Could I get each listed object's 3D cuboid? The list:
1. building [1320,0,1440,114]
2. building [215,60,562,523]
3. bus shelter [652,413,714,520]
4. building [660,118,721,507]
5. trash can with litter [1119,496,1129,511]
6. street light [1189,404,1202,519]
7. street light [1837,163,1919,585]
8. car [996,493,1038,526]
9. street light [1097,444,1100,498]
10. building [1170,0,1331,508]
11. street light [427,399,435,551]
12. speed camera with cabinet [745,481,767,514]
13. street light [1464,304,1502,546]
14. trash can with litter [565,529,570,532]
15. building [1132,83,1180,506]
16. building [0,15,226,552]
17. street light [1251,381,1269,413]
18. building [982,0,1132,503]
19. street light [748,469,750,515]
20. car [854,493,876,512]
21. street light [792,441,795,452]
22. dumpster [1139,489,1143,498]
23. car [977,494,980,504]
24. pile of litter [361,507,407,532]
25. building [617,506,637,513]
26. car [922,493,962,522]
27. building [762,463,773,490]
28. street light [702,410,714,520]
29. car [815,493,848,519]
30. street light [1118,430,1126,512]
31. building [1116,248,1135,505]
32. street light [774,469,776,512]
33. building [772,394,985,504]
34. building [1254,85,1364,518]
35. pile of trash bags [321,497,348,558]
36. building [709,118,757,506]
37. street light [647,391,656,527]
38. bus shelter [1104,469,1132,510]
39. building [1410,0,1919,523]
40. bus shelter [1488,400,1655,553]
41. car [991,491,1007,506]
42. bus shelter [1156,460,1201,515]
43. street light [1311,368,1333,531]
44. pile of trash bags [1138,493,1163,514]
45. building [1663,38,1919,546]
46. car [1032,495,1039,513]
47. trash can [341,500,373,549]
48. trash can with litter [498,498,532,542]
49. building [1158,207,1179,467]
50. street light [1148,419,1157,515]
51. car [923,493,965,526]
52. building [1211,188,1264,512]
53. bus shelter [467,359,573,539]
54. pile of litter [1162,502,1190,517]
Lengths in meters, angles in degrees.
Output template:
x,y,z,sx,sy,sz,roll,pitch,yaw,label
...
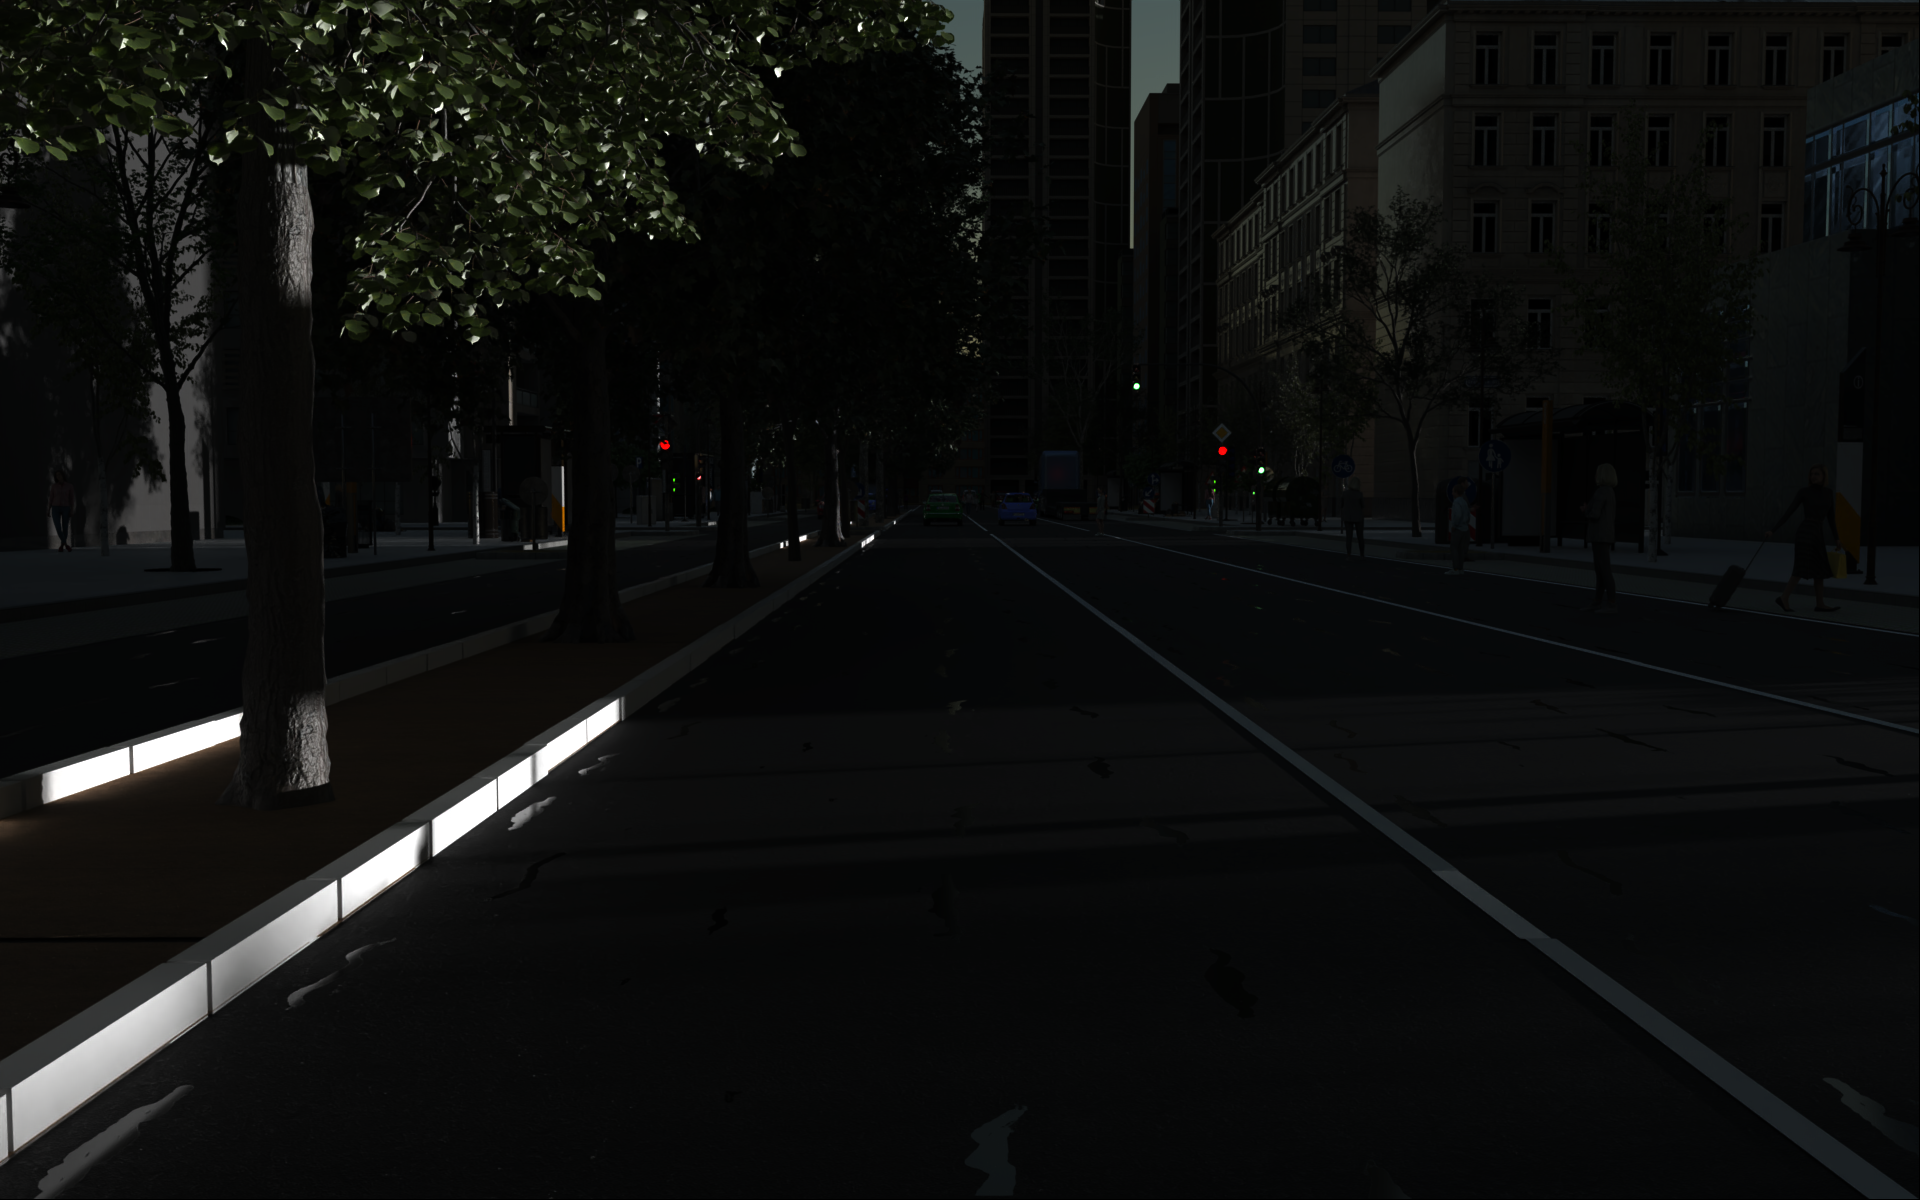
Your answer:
x,y,z,sx,sy,sz,roll,pitch,yaw,label
63.427,-49.293,244.199,20.611,71.187,20.563,0,4,-1,building
-26.597,-24.334,81.453,14.154,41.232,14.086,0,4,-1,building
-14.281,-6.808,88.948,2.179,5.291,8.768,0,4,-1,bus shelter
-34.050,-32.896,157.464,23.786,49.044,30.456,0,4,-1,building
12.165,-7.221,129.448,0.624,1.170,1.055,-1,4,-22,trash can with litter
12.040,-7.091,88.732,0.468,5.910,1.993,0,4,-1,street light
12.918,-3.156,24.394,0.468,5.910,1.993,0,4,-1,street light
2.625,-4.290,79.731,1.945,1.707,3.694,0,4,0,car
11.311,-10.372,142.368,0.468,5.910,1.993,0,4,-1,street light
29.407,-44.021,157.987,20.563,71.187,20.611,0,4,-1,building
-11.984,-4.055,39.083,0.468,5.910,1.993,0,4,-1,street light
-13.679,-7.288,113.489,2.038,3.252,0.660,1,4,16,speed camera with cabinet
12.749,-4.254,42.339,0.468,5.910,1.993,0,4,-1,street light
-13.528,-2.934,59.360,1.055,1.170,0.624,3,4,36,trash can with litter
26.702,-33.033,190.197,14.600,45.320,14.200,0,4,-1,building
-33.197,-15.320,43.992,24.014,27.812,14.314,0,4,-1,building
12.297,-6.008,71.017,0.468,5.910,1.993,0,4,-1,street light
13.538,-49.277,243.933,20.611,71.187,20.563,0,4,-1,building
-12.662,-8.015,103.837,0.468,5.910,1.993,0,4,-1,street light
-7.462,-7.848,137.900,1.945,1.707,3.694,0,4,-2,car
-13.376,-10.182,139.265,0.468,5.910,1.993,0,4,-1,street light
13.468,-7.193,123.359,1.264,1.857,1.865,0,4,-1,dumpster
1.745,-12.150,207.445,1.959,1.807,4.718,0,4,0,car
-19.889,-2.774,59.321,1.719,0.858,1.176,1,4,10,pile of litter
-33.035,-35.088,115.688,21.231,58.520,28.212,0,4,-1,building
-0.931,-5.041,91.459,2.155,1.783,4.494,0,4,-1,car
-39.784,-42.984,244.787,28.212,58.520,21.231,0,4,-1,building
-12.518,-6.932,86.120,0.468,5.910,1.993,0,4,-1,street light
-7.227,-5.549,99.770,2.155,1.783,4.494,0,4,-1,car
11.572,-9.258,124.163,0.468,5.910,1.993,0,4,-1,street light
25.358,-26.487,204.761,14.160,30.474,14.107,0,4,-1,building
-12.992,-9.099,121.551,0.468,5.910,1.993,0,4,-1,street light
-11.262,-24.684,248.626,28.899,21.520,27.650,0,4,-1,building
26.229,-18.840,105.304,12.463,27.353,25.104,0,4,-1,building
-13.154,-1.505,34.355,1.912,1.369,3.447,-1,4,-19,pile of trash bags
-35.970,-37.113,196.034,27.495,52.752,28.713,0,4,-1,building
-12.264,-5.842,68.301,0.468,5.910,1.993,0,4,-1,street light
12.957,-8.981,140.761,2.014,3.302,5.546,0,4,-1,bus shelter
33.144,-17.394,81.660,25.104,27.353,12.463,0,4,-1,building
14.068,-2.819,40.019,2.014,3.302,5.546,0,4,-1,bus shelter
4.719,-11.890,203.067,2.281,1.827,5.304,0,3,0,car
13.292,-6.840,105.752,2.014,3.302,5.546,0,4,-1,bus shelter
12.511,-5.337,60.055,0.468,5.910,1.993,0,4,-1,street light
12.477,-6.210,111.288,1.912,1.369,3.447,1,4,14,pile of trash bags
32.850,-44.179,35.003,22.319,86.520,31.000,0,4,-1,building
6.403,-7.374,129.364,1.959,1.807,4.718,0,4,-1,car
-14.229,-1.794,40.983,0.748,1.137,0.748,0,3,0,trash can
-11.895,-2.157,46.658,1.055,1.170,0.624,1,4,9,trash can with litter
27.048,-24.760,176.527,14.160,30.474,14.107,0,4,-1,building
11.822,-8.175,106.448,0.468,5.910,1.993,0,4,-1,street light
-0.752,-4.298,79.076,1.959,1.807,4.718,0,4,0,car
26.951,-20.374,130.373,12.463,27.353,25.104,0,4,-1,building
-13.688,-4.683,54.196,2.179,5.291,8.768,0,4,-1,bus shelter
12.400,-5.193,98.870,1.719,0.858,1.176,0,4,1,pile of litter
